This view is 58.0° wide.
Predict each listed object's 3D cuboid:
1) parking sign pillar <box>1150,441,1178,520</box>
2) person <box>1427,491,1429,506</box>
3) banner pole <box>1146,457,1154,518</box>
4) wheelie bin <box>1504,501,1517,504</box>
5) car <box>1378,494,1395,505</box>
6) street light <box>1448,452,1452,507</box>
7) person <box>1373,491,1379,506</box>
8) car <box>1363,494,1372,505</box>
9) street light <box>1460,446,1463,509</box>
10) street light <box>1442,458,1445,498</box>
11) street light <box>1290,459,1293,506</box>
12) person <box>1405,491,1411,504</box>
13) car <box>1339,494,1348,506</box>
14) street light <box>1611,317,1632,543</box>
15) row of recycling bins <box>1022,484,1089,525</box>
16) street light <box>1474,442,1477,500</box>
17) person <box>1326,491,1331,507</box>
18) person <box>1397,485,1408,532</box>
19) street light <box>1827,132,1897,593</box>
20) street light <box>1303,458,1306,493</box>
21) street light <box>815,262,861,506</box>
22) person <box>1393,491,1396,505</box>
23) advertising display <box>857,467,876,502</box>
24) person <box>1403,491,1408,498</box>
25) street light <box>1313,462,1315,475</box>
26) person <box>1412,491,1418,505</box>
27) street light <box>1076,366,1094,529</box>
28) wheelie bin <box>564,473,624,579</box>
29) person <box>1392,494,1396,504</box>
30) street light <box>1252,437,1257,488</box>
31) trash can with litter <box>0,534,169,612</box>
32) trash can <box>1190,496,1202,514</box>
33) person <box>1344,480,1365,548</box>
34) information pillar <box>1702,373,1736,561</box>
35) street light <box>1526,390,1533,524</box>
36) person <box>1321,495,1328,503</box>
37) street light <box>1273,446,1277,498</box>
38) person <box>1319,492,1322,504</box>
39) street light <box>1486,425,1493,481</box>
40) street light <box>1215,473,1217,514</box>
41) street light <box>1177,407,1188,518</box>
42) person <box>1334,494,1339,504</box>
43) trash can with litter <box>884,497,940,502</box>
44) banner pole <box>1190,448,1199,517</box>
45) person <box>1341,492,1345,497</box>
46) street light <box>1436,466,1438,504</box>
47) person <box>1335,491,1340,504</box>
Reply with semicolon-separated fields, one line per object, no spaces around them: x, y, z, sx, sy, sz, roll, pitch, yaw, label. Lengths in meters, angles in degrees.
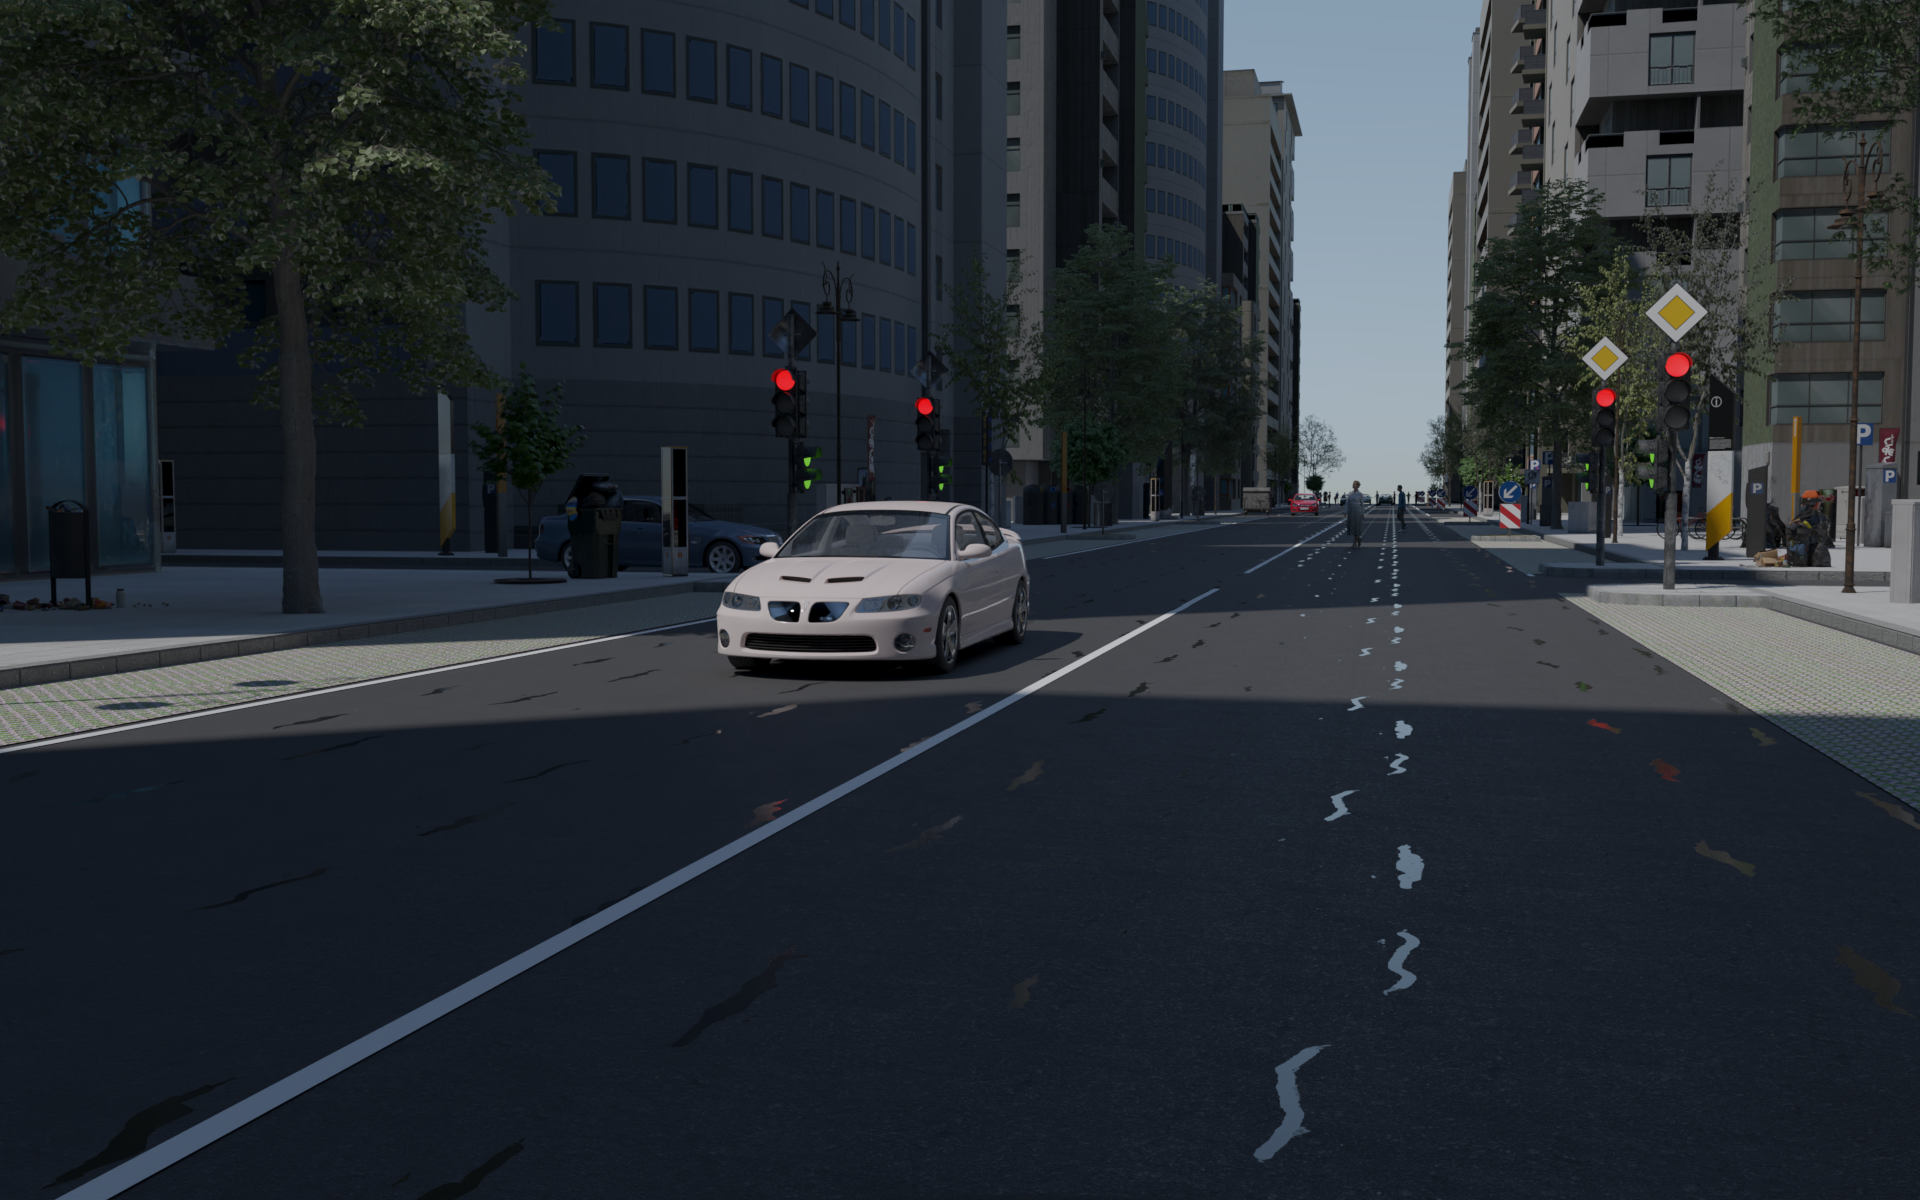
10.343;-6.068;87.681;1.447;3.967;1.447;2;4;25;parking sign pillar
54.994;-11.921;203.413;0.705;1.824;1.348;0;4;5;person
10.272;-6.335;93.586;0.863;3.779;0.401;-3;4;-36;banner pole
32.813;-5.824;103.134;0.980;1.594;0.693;-3;5;-44;wheelie bin
54.633;-12.863;222.114;2.131;1.459;4.920;1;4;16;car
50.131;-12.508;177.294;0.468;5.910;1.993;1;4;14;street light
48.726;-11.863;202.451;0.705;1.826;1.348;3;5;40;person
55.590;-13.835;237.994;2.131;1.459;4.920;1;4;14;car
43.132;-10.770;148.871;0.468;5.910;1.993;1;4;14;street light
55.602;-13.846;199.174;0.468;5.910;1.993;1;4;14;street light
36.266;-13.271;189.763;0.468;5.910;1.993;1;4;14;street light
64.564;-14.728;249.400;0.705;1.812;1.348;-2;4;-29;person
47.169;-12.288;210.694;2.009;1.686;4.222;1;4;15;car
17.187;-4.433;45.274;0.468;5.910;1.993;1;4;14;street light
3.984;-4.017;72.784;3.534;1.692;1.069;-3;5;-42;row of recycling bins
35.885;-9.022;120.298;0.468;5.910;1.993;1;4;14;street light
40.920;-11.187;192.226;0.721;1.723;1.217;2;4;29;person
16.865;-3.497;66.018;0.444;1.785;0.601;1;4;15;person
11.540;-3.029;22.308;0.468;5.910;1.993;1;4;14;street light
43.373;-15.005;218.115;0.468;5.910;1.993;1;4;14;street light
-2.426;-3.782;34.623;0.468;5.910;1.993;1;4;14;street light
59.274;-13.946;236.484;0.705;1.831;1.348;0;4;6;person
-2.267;-2.246;41.937;0.123;1.923;0.974;-1;4;-23;advertising display
60.296;-13.879;235.437;1.348;1.822;0.705;3;5;43;person
50.447;-16.755;246.734;0.468;5.910;1.993;1;4;14;street light
55.061;-12.278;209.205;0.705;1.831;1.348;3;5;42;person
4.518;-5.494;62.620;0.468;5.910;1.993;1;4;14;street light
-5.544;-1.132;26.420;0.693;1.594;0.980;2;4;30;wheelie bin
64.765;-15.218;258.003;1.217;1.739;0.721;2;4;26;person
23.154;-10.045;137.019;0.468;5.910;1.993;1;4;14;street light
-10.286;-0.522;19.591;2.233;1.210;1.678;1;4;19;trash can with litter
14.442;-5.758;105.797;0.748;1.137;0.748;0;3;0;trash can
10.574;-2.295;46.250;0.641;1.798;0.478;-3;5;-42;person
14.661;-2.572;33.413;0.183;3.616;0.504;-3;5;-41;information pillar
24.240;-6.174;73.738;0.468;5.910;1.993;1;4;14;street light
50.608;-14.150;239.942;1.348;1.812;0.705;3;5;41;person
30.106;-11.783;165.436;0.468;5.910;1.993;1;4;14;street light
48.453;-13.670;232.669;0.621;1.740;0.551;-1;4;-17;person
31.374;-7.932;102.478;0.468;5.910;1.993;1;4;14;street light
16.097;-8.326;108.914;0.468;5.910;1.993;1;4;14;street light
11.692;-7.238;91.124;0.468;5.910;1.993;1;4;14;street light
52.417;-14.037;241.239;0.697;1.427;0.421;1;4;22;person
-0.941;-2.208;47.160;1.678;1.210;2.233;2;4;24;trash can with litter
12.923;-6.444;95.370;0.401;3.779;0.863;-2;4;-31;banner pole
55.101;-14.619;248.309;1.217;1.735;0.721;-1;4;-12;person
62.615;-15.558;227.153;0.468;5.910;1.993;1;4;14;street light
56.981;-15.474;261.371;0.709;1.838;0.599;2;4;34;person
